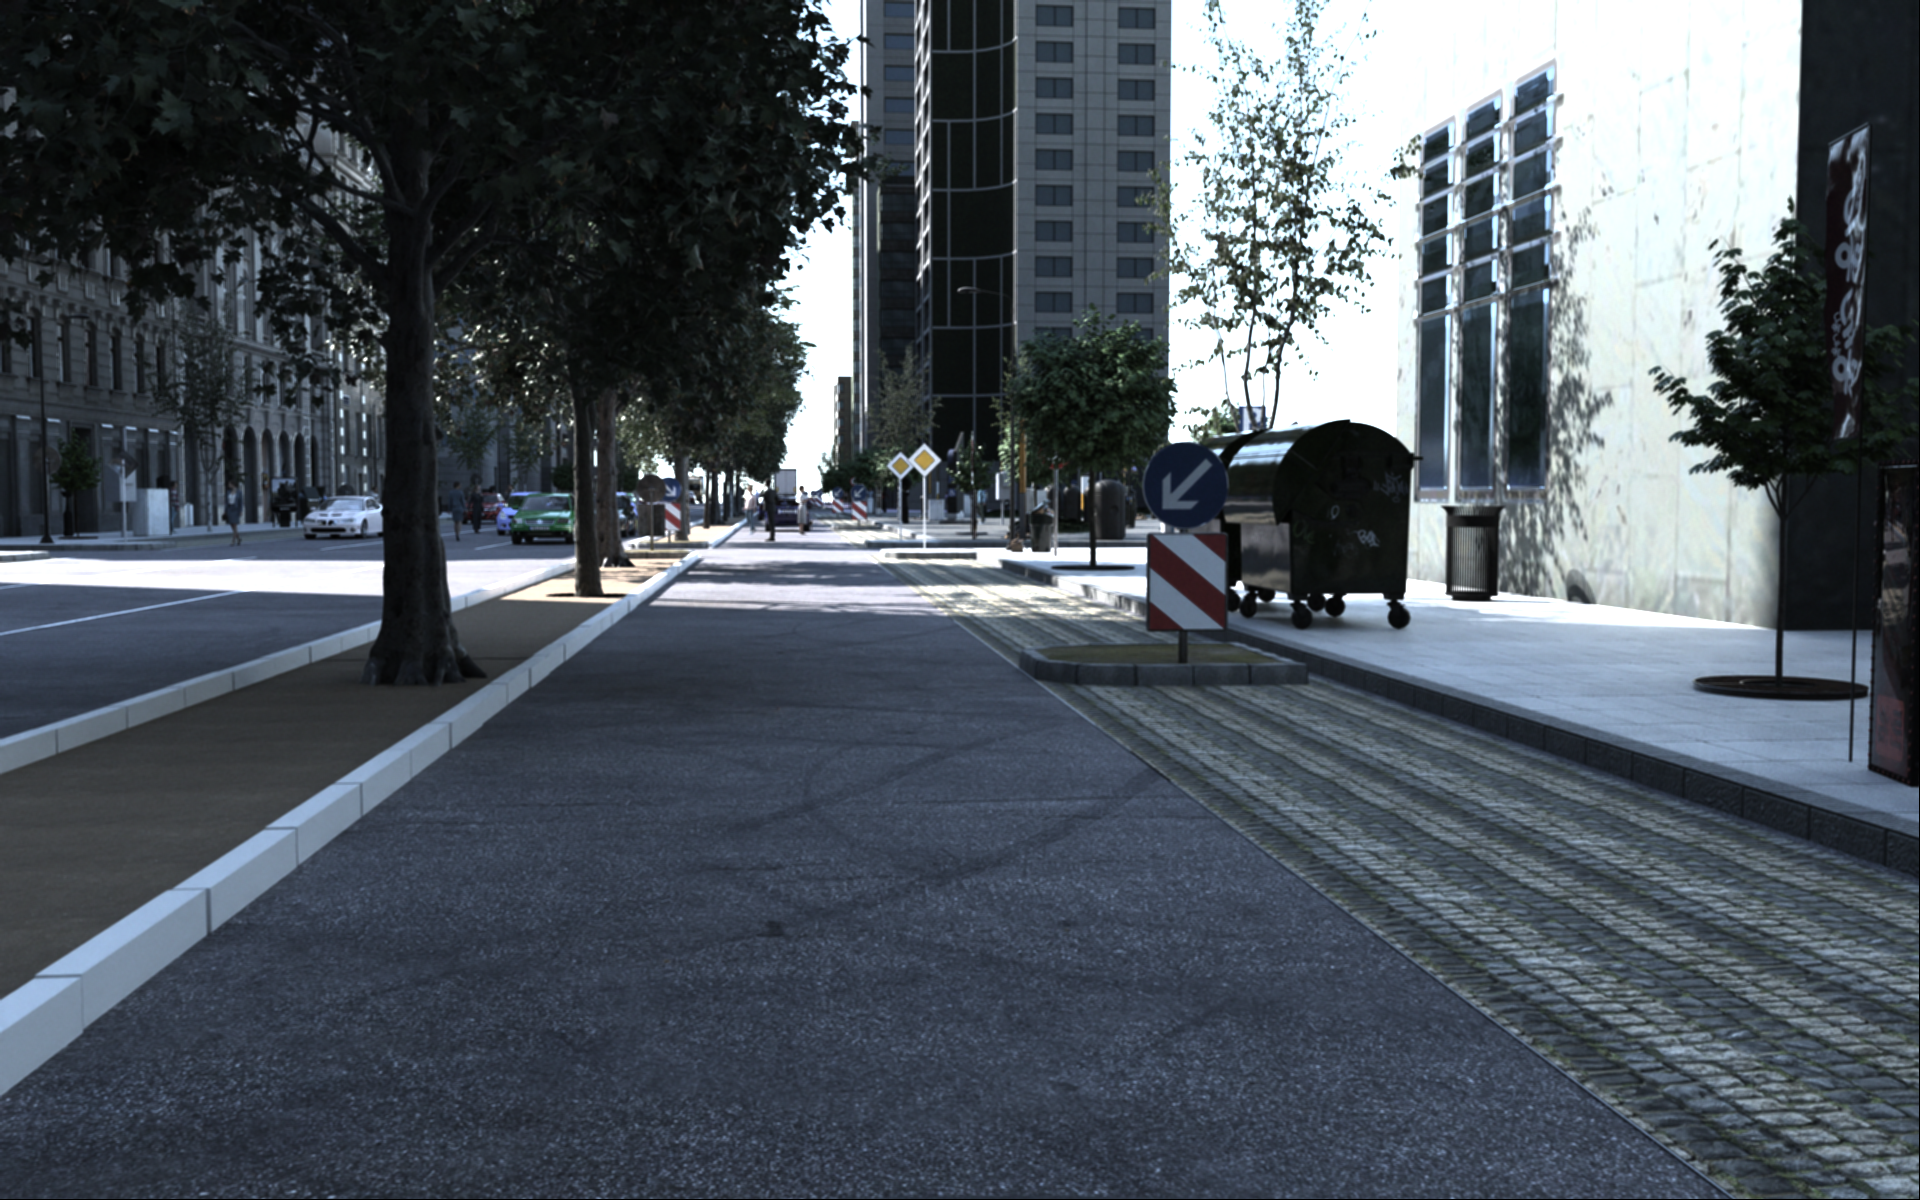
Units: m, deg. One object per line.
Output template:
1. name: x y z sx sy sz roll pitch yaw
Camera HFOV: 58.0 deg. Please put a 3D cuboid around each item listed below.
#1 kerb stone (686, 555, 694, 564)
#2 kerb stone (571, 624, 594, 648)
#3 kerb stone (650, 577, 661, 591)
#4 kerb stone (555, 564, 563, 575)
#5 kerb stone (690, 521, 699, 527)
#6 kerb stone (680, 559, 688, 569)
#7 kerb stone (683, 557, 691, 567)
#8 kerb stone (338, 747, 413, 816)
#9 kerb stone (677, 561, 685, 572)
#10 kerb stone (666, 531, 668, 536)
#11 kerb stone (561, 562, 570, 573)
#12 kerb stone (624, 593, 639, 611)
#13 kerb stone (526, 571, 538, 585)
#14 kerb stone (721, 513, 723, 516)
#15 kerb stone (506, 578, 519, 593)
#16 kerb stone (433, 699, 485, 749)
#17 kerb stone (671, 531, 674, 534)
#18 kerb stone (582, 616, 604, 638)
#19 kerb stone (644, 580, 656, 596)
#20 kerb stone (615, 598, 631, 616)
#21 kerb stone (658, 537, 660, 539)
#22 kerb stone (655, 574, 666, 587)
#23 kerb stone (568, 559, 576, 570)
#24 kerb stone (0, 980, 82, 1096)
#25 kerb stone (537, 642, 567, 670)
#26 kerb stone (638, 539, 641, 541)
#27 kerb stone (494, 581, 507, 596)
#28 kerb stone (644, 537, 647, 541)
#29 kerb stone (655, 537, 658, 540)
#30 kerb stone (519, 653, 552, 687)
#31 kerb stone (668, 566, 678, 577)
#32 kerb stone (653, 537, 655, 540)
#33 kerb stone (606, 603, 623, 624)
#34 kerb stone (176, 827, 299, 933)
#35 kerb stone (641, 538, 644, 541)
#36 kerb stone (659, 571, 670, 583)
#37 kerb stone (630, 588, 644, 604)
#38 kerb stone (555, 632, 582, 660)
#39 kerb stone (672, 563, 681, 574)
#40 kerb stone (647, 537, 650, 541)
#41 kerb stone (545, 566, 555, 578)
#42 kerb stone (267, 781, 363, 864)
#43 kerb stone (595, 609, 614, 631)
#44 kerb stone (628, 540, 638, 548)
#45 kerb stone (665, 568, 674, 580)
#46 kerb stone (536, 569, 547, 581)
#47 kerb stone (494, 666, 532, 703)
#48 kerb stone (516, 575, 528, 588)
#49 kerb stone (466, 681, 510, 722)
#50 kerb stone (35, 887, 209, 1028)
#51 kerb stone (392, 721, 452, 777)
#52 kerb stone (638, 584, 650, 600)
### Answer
1. kerb stone: -5.474 -0.760 34.699 0.120 0.150 1.000 0 4 -6
2. kerb stone: -3.599 0.364 16.351 0.120 0.150 1.000 0 4 -6
3. kerb stone: -4.543 -0.204 25.527 0.120 0.150 1.000 0 4 -6
4. kerb stone: -7.143 -0.502 30.401 0.120 0.150 1.000 0 4 -6
5. kerb stone: -12.099 -3.467 78.882 0.120 0.150 1.000 0 4 -6
6. kerb stone: -5.263 -0.635 32.665 0.120 0.150 1.000 0 4 -6
7. kerb stone: -5.374 -0.703 33.681 0.120 0.150 1.000 0 4 -6
8. kerb stone: -2.768 0.856 8.193 0.120 0.150 1.000 0 4 -6
9. kerb stone: -5.162 -0.578 31.647 0.120 0.150 1.000 0 4 -6
10. kerb stone: -10.017 -2.220 58.493 0.120 0.150 1.000 0 4 -6
11. kerb stone: -7.251 -0.564 31.418 0.120 0.150 1.000 0 4 -6
12. kerb stone: -4.108 0.053 21.443 0.120 0.150 1.000 0 4 -6
13. kerb stone: -6.835 -0.313 27.338 0.120 0.150 1.000 0 4 -6
14. kerb stone: -16.266 -5.961 119.661 0.120 0.150 1.000 0 4 -6
15. kerb stone: -6.619 -0.189 25.290 0.120 0.150 1.000 0 4 -6
16. kerb stone: -2.967 0.732 10.228 0.120 0.150 1.000 0 4 -6
17. kerb stone: -10.330 -2.407 61.554 0.120 0.150 1.000 0 4 -6
18. kerb stone: -3.708 0.296 17.371 0.120 0.150 1.000 0 4 -6
19. kerb stone: -4.430 -0.141 24.500 0.120 0.150 1.000 0 4 -6
20. kerb stone: -4.017 0.108 20.424 0.120 0.150 1.000 0 4 -6
21. kerb stone: -9.605 -1.971 54.426 0.120 0.150 1.000 0 4 -6
22. kerb stone: -4.648 -0.267 26.557 0.120 0.150 1.000 0 4 -6
23. kerb stone: -7.354 -0.625 32.445 0.120 0.150 1.000 0 4 -6
24. kerb stone: -2.341 1.107 4.098 0.120 0.150 1.000 0 4 -6
25. kerb stone: -3.397 0.483 14.314 0.120 0.150 1.000 0 4 -6
26. kerb stone: -8.872 -1.531 47.291 0.120 0.150 1.000 0 4 -6
27. kerb stone: -6.522 -0.126 24.266 0.120 0.150 1.000 0 4 -6
28. kerb stone: -9.084 -1.659 49.331 0.120 0.150 1.000 0 4 -6
29. kerb stone: -9.499 -1.909 53.410 0.120 0.150 1.000 0 4 -6
30. kerb stone: -3.280 0.548 13.293 0.120 0.150 1.000 0 4 -6
31. kerb stone: -4.959 -0.450 29.613 0.120 0.150 1.000 0 4 -6
32. kerb stone: -9.398 -1.847 52.393 0.120 0.150 1.000 0 4 -6
33. kerb stone: -3.908 0.173 19.406 0.120 0.150 1.000 0 4 -6
34. kerb stone: -2.556 0.985 6.146 0.120 0.150 1.000 0 4 -6
35. kerb stone: -8.975 -1.598 48.315 0.120 0.150 1.000 0 4 -6
36. kerb stone: -4.751 -0.329 27.574 0.120 0.150 1.000 0 4 -6
37. kerb stone: -4.232 -0.016 22.457 0.120 0.150 1.000 0 4 -6
38. kerb stone: -3.494 0.420 15.334 0.120 0.150 1.000 0 4 -6
39. kerb stone: -5.071 -0.515 30.629 0.120 0.150 1.000 0 4 -6
40. kerb stone: -9.184 -1.722 50.352 0.120 0.150 1.000 0 4 -6
41. kerb stone: -7.043 -0.440 29.384 0.120 0.150 1.000 0 4 -6
42. kerb stone: -2.664 0.919 7.167 0.120 0.150 1.000 0 4 -6
43. kerb stone: -3.809 0.235 18.388 0.120 0.150 1.000 0 4 -6
44. kerb stone: -8.772 -1.468 46.271 0.120 0.150 1.000 0 4 -6
45. kerb stone: -4.852 -0.390 28.595 0.120 0.150 1.000 0 4 -6
46. kerb stone: -6.941 -0.377 28.366 0.120 0.150 1.000 0 4 -6
47. kerb stone: -3.188 0.610 12.274 0.120 0.150 1.000 0 4 -6
48. kerb stone: -6.732 -0.249 26.307 0.120 0.150 1.000 0 4 -6
49. kerb stone: -3.084 0.675 11.252 0.120 0.150 1.000 0 4 -6
50. kerb stone: -2.456 1.044 5.121 0.120 0.150 1.000 0 4 -6
51. kerb stone: -2.872 0.796 9.210 0.120 0.150 1.000 0 4 -6
52. kerb stone: -4.330 -0.078 23.476 0.120 0.150 1.000 0 4 -6
